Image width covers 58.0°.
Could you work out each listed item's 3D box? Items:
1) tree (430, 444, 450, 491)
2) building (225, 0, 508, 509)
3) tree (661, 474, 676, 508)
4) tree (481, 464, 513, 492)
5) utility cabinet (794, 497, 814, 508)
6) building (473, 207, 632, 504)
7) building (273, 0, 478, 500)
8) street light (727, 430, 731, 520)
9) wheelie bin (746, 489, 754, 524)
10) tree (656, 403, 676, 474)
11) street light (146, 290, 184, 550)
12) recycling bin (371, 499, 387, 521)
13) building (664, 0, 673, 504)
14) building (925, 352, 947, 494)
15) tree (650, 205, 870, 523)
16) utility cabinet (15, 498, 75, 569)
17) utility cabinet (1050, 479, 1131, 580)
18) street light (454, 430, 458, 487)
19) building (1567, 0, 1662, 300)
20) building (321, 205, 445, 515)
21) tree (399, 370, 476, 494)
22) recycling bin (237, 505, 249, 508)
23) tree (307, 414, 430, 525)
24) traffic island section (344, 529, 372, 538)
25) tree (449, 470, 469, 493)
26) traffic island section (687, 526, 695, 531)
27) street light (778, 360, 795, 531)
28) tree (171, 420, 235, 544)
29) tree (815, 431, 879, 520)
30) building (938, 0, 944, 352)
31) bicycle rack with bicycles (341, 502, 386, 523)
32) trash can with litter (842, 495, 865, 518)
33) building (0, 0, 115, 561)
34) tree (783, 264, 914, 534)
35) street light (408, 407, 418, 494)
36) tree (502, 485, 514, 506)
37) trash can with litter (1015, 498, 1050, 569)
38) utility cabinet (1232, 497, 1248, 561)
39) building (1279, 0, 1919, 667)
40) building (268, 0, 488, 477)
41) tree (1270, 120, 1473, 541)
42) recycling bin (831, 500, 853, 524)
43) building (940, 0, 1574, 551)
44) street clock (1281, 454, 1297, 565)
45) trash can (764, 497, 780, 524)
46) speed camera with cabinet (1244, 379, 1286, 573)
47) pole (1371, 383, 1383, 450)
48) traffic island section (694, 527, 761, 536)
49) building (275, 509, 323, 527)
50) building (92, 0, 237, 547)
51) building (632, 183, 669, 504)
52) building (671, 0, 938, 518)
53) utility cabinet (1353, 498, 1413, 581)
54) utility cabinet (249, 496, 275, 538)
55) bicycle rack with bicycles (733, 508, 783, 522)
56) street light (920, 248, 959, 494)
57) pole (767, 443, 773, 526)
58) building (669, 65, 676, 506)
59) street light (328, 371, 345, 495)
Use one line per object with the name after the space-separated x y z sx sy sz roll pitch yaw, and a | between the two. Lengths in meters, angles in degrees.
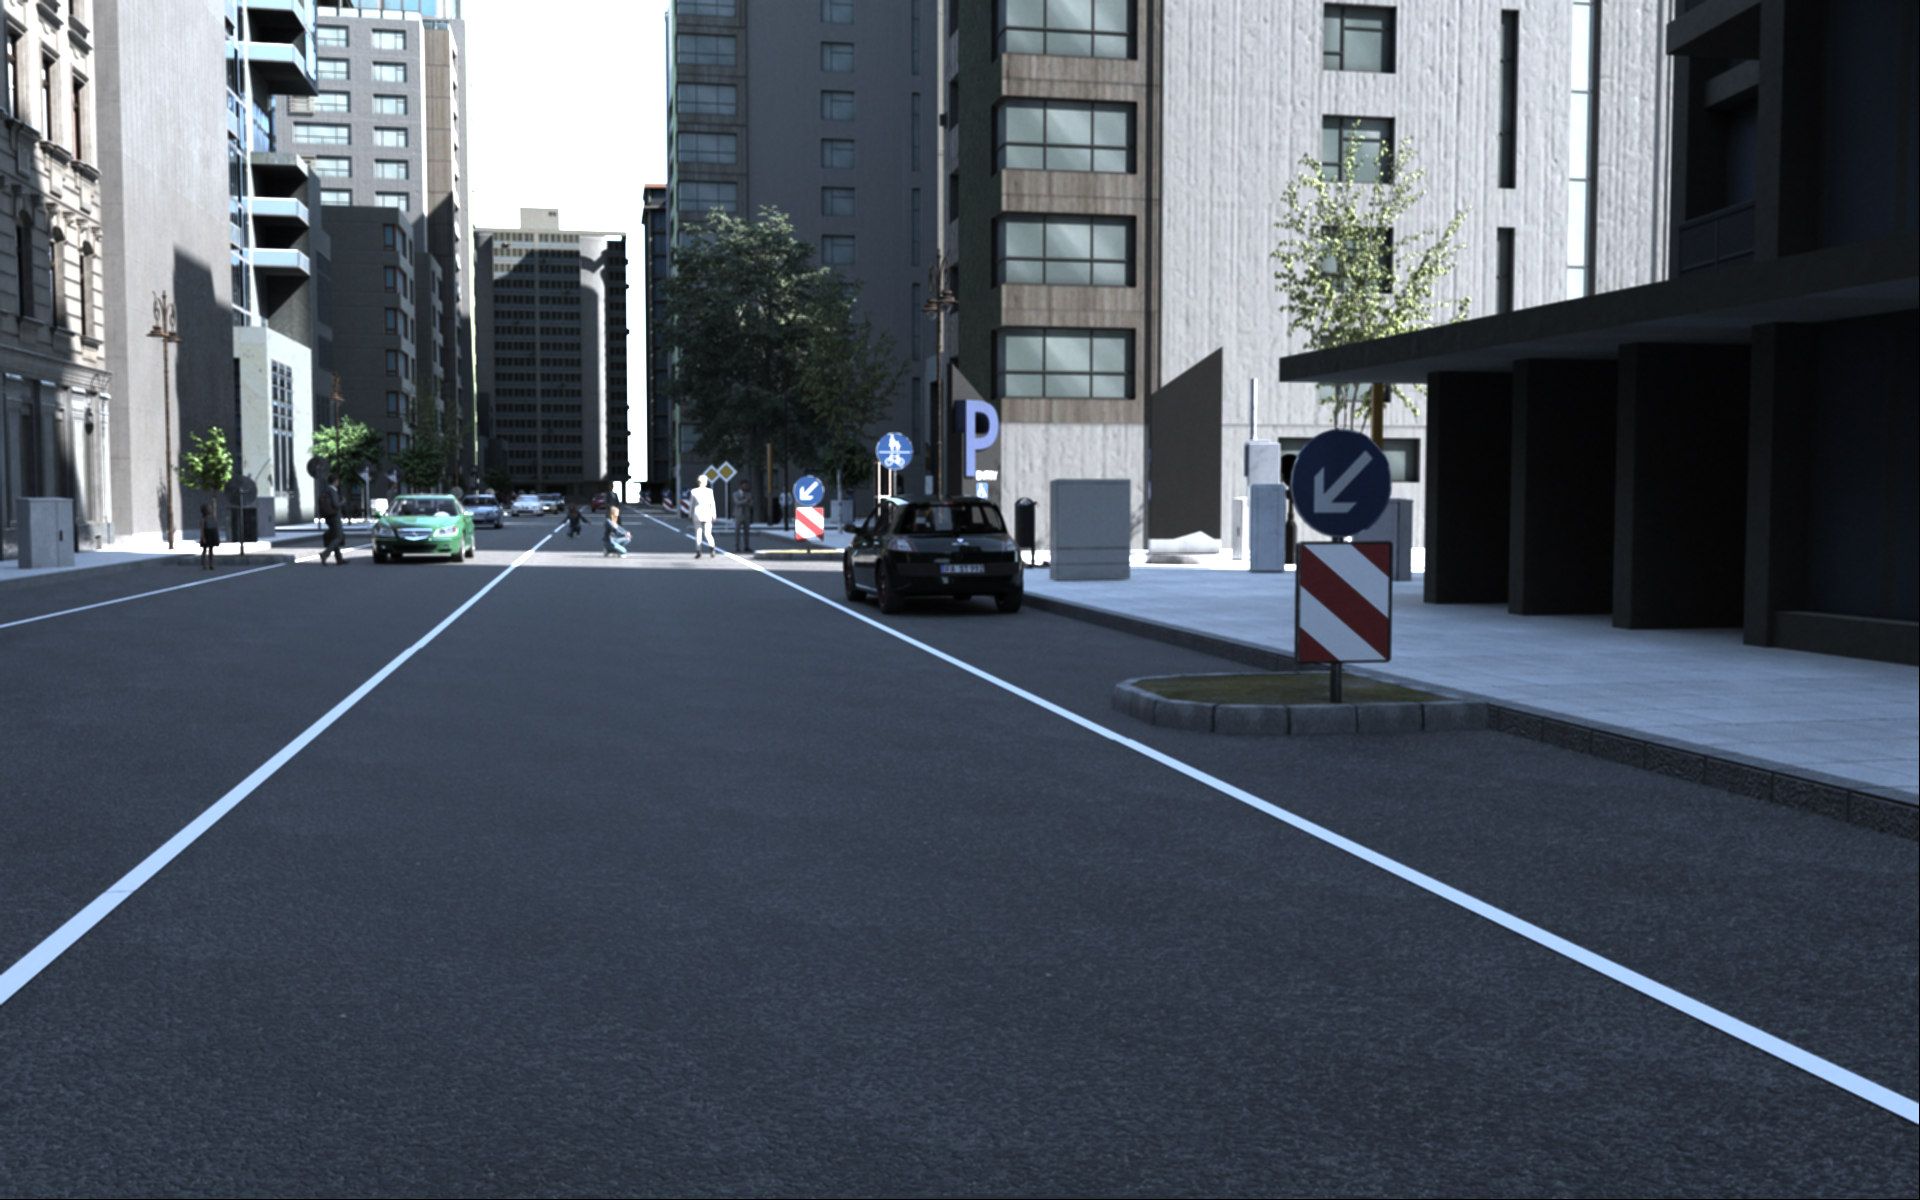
-30.117 -6.908 96.658 4.285 4.588 4.351 0 3 0 | tree
-68.338 -54.024 195.955 31.000 86.520 22.319 -1 4 -12 | building
-25.783 -9.852 155.688 1.663 3.219 1.824 0 3 0 | tree
-49.638 -12.353 185.692 4.285 4.588 4.351 0 3 0 | tree
-4.771 -2.565 53.095 0.306 1.237 1.020 -2 4 -24 | utility cabinet
-57.381 -33.361 237.327 23.993 40.220 32.217 -1 4 -12 | building
-47.977 -28.123 143.407 14.154 41.232 14.086 -1 4 -12 | building
-11.625 -6.989 87.060 0.468 5.910 1.993 -1 4 -12 | street light
-9.085 -4.005 73.385 0.693 1.594 0.980 -1 4 -8 | wheelie bin
-21.724 -11.438 137.371 4.360 8.622 3.978 0 3 0 | tree
-18.055 -4.078 39.466 0.468 5.910 1.993 -1 4 -12 | street light
-27.872 -4.329 83.336 0.722 1.027 0.722 -3 5 -43 | recycling bin
-23.648 -40.408 202.676 21.231 58.520 28.212 -1 4 -12 | building
13.950 -47.020 81.455 31.000 86.520 22.319 -1 4 -12 | building
-8.826 -10.393 76.581 9.857 13.997 8.962 0 3 0 | tree
-15.946 -1.166 30.222 0.306 1.237 1.020 1 4 15 | utility cabinet
1.938 -1.050 25.843 1.173 1.500 0.318 -1 4 -18 | utility cabinet
-34.677 -8.962 119.310 0.468 5.910 1.993 -1 4 -12 | street light
21.252 -22.854 57.264 14.086 41.232 14.154 -1 4 -12 | building
-50.254 -16.572 115.990 27.650 21.520 28.899 -1 4 -12 | building
-31.065 -9.309 102.560 4.737 8.622 4.395 0 3 0 | tree
-23.782 -2.704 56.767 0.722 1.027 0.722 1 4 15 | recycling bin
-25.168 -5.366 71.449 4.285 4.588 4.351 0 3 0 | tree
-19.745 -2.167 57.707 2.009 0.180 2.903 -1 4 -12 | traffic island section
-39.553 -8.747 137.611 1.663 3.219 1.824 0 3 0 | tree
-9.674 -2.793 67.940 2.009 0.180 2.903 -1 4 -12 | traffic island section
-6.027 -5.337 60.055 0.468 5.910 1.993 -1 4 -12 | street light
-19.361 -3.086 45.058 1.663 3.219 1.824 0 3 0 | tree
-5.750 -6.327 87.165 4.285 4.588 4.351 0 3 0 | tree
-13.597 -32.545 155.812 21.300 48.544 21.600 -1 4 -12 | building
-27.006 -3.925 77.556 2.925 0.926 2.852 -3 4 -36 | bicycle rack with bicycles
-5.737 -4.923 91.541 2.233 1.210 1.678 1 4 20 | trash can with litter
-22.681 -11.091 30.495 9.793 20.994 18.267 -1 4 -12 | building
-3.764 -6.414 55.227 4.737 8.622 4.395 0 3 0 | tree
-29.100 -7.305 92.229 0.468 5.910 1.993 -1 4 -12 | street light
-49.817 -11.921 189.502 1.663 3.219 1.824 0 3 0 | tree
1.262 -1.159 30.007 1.678 1.210 2.233 -2 4 -33 | trash can with litter
5.506 -1.375 33.641 0.306 1.237 1.020 0 4 -2 | utility cabinet
17.451 -21.663 8.811 22.147 44.769 28.867 -1 4 -12 | building
-57.810 -33.286 163.836 23.786 49.044 30.456 -1 4 -12 | building
8.132 -5.191 35.234 4.737 8.622 4.395 0 3 0 | tree
-5.118 -3.828 75.134 0.722 1.027 0.722 3 5 40 | recycling bin
6.404 -16.777 46.009 14.160 30.474 14.107 -1 4 -12 | building
6.016 -1.646 31.487 0.471 2.002 0.358 2 4 32 | street clock
-7.970 -3.794 73.693 0.748 1.137 0.748 0 3 0 | trash can
5.142 -2.128 29.132 0.660 3.252 2.038 0 4 7 | speed camera with cabinet
6.590 -2.053 27.417 0.158 3.312 0.155 0 3 0 | pole
-8.051 -2.314 60.121 2.009 0.180 2.903 -1 4 -12 | traffic island section
-40.736 -46.766 77.291 22.319 86.520 31.000 -1 4 -12 | building
-36.236 -13.847 45.466 30.058 24.678 14.314 -1 4 -12 | building
-30.493 -35.662 237.690 28.867 44.769 22.147 -1 4 -12 | building
-9.246 -25.356 98.170 14.154 41.232 14.086 -1 4 -12 | building
6.325 -0.904 25.945 0.306 1.237 1.020 -2 4 -28 | utility cabinet
-20.692 -2.460 51.376 0.306 1.237 1.020 0 4 5 | utility cabinet
-9.144 -4.119 80.732 2.852 0.926 2.925 2 4 25 | bicycle rack with bicycles
-0.396 -3.670 32.793 0.468 5.910 1.993 -1 4 -12 | street light
-7.640 -4.634 69.616 0.158 3.312 0.155 0 3 0 | pole
-18.436 -33.866 177.403 21.300 48.544 21.600 -1 4 -12 | building
-23.418 -5.653 65.218 0.468 5.910 1.993 -1 4 -12 | street light
